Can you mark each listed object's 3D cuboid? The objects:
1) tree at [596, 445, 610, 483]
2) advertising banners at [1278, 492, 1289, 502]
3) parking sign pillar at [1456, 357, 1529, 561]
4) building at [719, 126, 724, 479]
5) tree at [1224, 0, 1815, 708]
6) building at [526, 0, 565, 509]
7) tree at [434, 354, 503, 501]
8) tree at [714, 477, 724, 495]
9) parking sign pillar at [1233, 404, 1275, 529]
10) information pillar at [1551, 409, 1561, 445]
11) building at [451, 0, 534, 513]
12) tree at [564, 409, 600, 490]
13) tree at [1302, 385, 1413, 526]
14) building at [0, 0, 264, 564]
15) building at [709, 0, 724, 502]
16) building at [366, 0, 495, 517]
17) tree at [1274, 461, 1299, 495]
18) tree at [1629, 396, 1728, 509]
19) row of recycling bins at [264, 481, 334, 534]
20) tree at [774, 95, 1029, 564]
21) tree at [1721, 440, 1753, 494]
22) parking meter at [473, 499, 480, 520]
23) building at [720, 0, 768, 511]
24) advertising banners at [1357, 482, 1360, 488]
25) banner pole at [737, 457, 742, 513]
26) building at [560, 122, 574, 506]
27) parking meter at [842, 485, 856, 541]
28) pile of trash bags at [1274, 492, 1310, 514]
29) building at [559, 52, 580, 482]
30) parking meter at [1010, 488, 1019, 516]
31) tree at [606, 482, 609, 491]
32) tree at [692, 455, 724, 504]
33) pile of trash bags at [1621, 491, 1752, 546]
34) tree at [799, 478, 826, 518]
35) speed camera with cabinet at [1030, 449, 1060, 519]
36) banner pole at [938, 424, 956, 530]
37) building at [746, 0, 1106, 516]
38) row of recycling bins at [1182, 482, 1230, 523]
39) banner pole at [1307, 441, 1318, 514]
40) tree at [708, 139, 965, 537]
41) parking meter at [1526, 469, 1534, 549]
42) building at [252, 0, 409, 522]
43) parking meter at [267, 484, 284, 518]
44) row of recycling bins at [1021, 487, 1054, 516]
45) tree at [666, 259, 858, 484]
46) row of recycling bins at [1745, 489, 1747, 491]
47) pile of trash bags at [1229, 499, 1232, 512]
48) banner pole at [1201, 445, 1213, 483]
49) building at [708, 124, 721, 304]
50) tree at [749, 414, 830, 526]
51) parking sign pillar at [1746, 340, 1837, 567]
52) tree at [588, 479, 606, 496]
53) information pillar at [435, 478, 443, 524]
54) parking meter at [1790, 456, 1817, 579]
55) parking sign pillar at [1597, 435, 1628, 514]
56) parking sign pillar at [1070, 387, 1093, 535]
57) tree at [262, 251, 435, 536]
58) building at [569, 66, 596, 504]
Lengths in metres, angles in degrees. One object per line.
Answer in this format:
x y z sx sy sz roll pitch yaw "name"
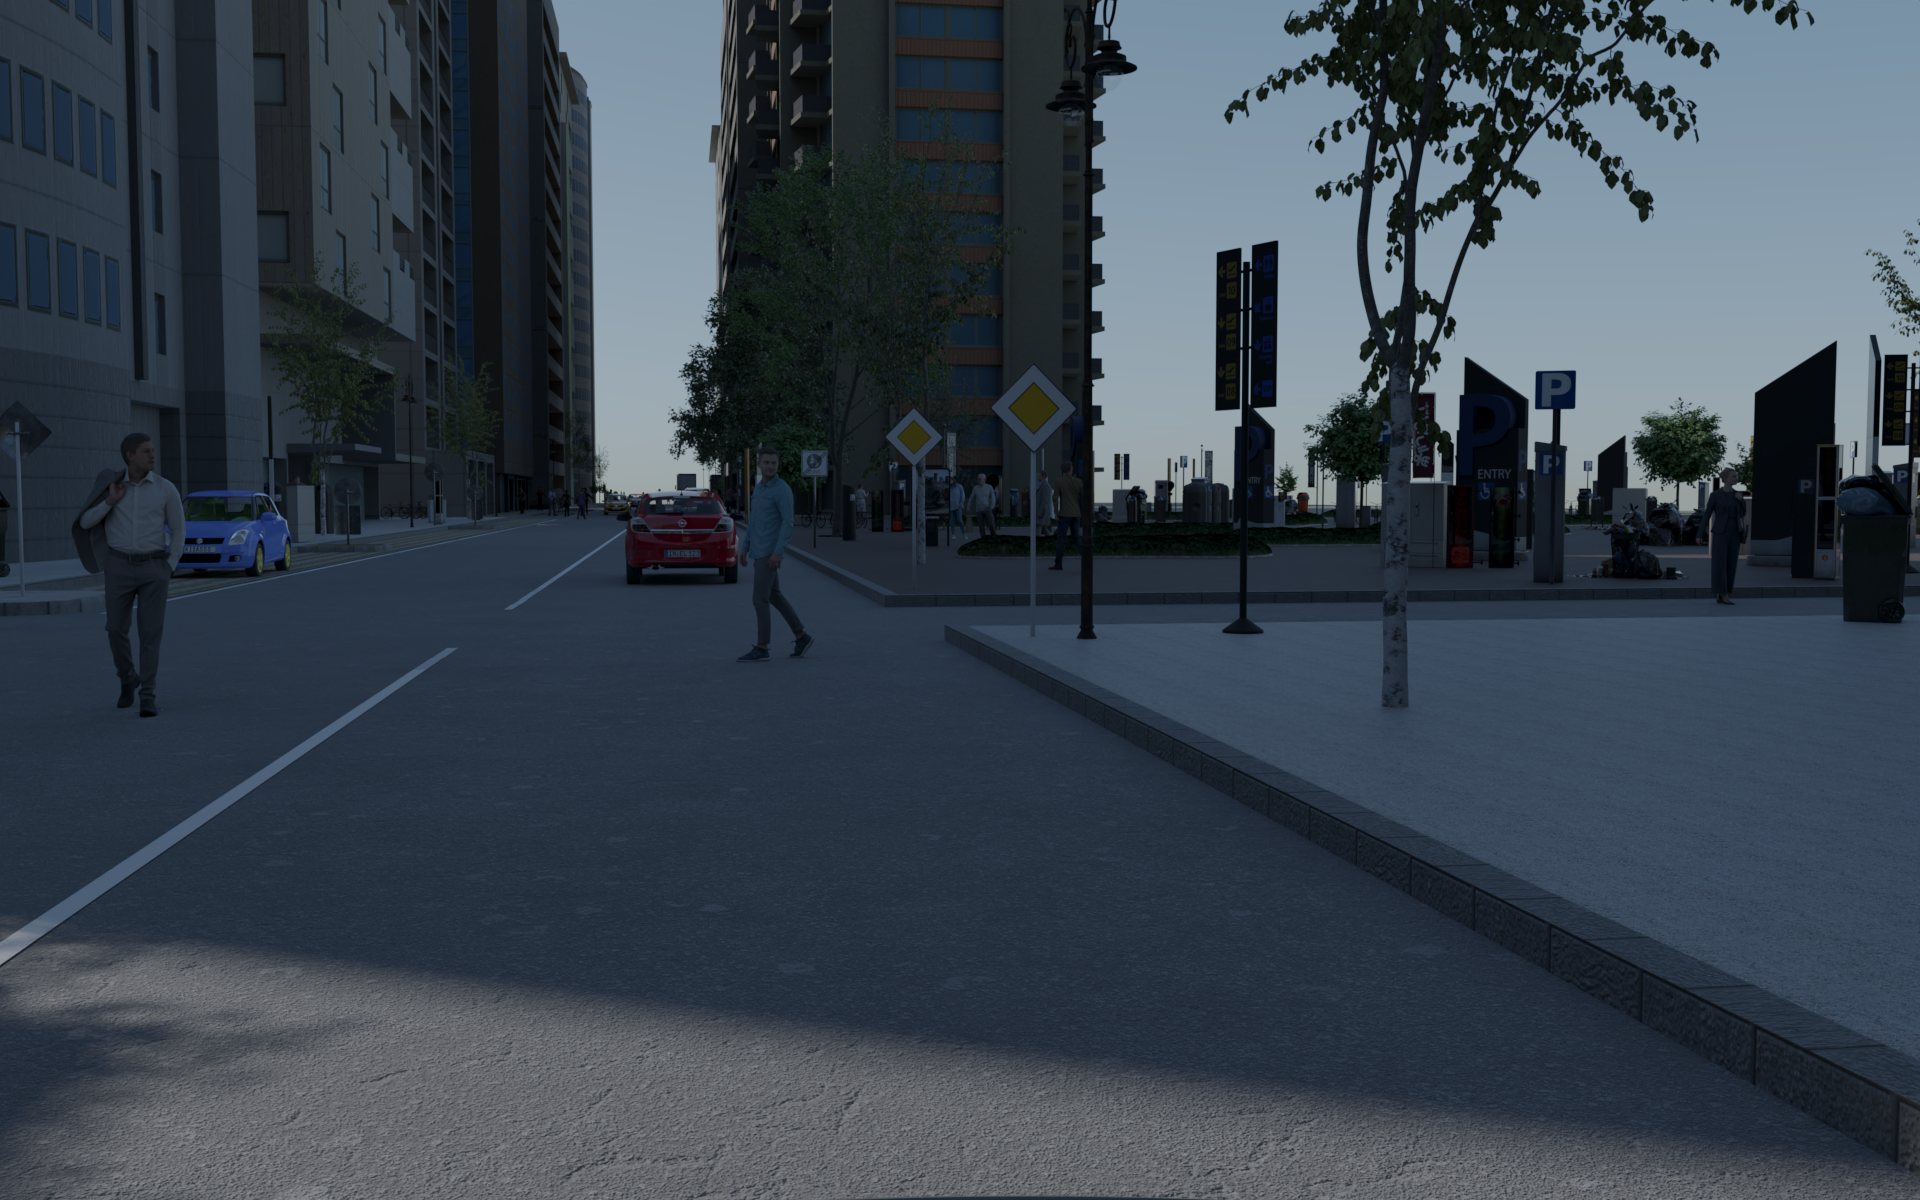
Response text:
-52.719 -18.458 252.149 4.360 8.622 3.978 0 3 0 "tree"
16.410 -5.862 92.038 2.074 3.025 0.090 0 4 3 "advertising banners"
10.308 -2.759 33.583 1.447 3.967 1.447 3 5 44 "parking sign pillar"
-20.716 -33.713 201.315 14.600 45.320 14.200 -1 4 -9 "building"
2.869 -3.663 10.253 4.737 8.622 4.395 0 3 0 "tree"
-46.581 -32.326 152.239 21.300 48.544 21.600 -1 4 -9 "building"
-25.756 -8.561 90.336 4.737 8.622 4.395 0 3 0 "tree"
-26.254 -11.955 190.072 1.663 3.219 1.824 0 3 0 "tree"
8.348 -3.712 49.169 1.447 3.967 1.447 -2 4 -31 "parking sign pillar"
13.284 -2.883 38.487 0.183 3.616 0.504 1 4 19 "information pillar"
-41.205 -29.657 135.003 14.600 45.320 14.200 -1 4 -9 "building"
-39.130 -14.463 170.883 7.601 10.594 8.767 -1 4 -14 "tree"
11.828 -4.098 50.718 4.285 4.588 4.351 0 3 0 "tree"
-27.990 -29.985 32.258 21.231 58.520 28.212 -1 4 -9 "building"
-21.304 -47.693 218.030 20.563 71.187 20.611 -1 4 -9 "building"
-39.031 -40.619 102.376 20.563 71.187 20.611 -1 4 -9 "building"
19.022 -6.535 101.454 1.663 3.219 1.824 0 3 0 "tree"
24.287 -4.571 58.449 4.285 4.588 4.351 0 3 0 "tree"
-21.984 -3.001 56.185 3.534 1.692 1.069 1 4 9 "row of recycling bins"
-0.943 -4.971 31.634 4.360 8.622 3.978 0 3 0 "tree"
24.963 -3.644 54.182 1.663 3.219 1.824 0 3 0 "tree"
-23.753 -4.687 85.048 0.372 1.533 0.369 0 3 0 "parking meter"
-11.219 -32.905 161.693 21.300 48.544 21.600 -1 4 -9 "building"
18.714 -5.261 82.197 0.090 3.025 2.074 2 4 29 "advertising banners"
-11.988 -6.362 94.036 0.401 3.779 0.863 1 4 17 "banner pole"
-48.886 -30.608 184.042 14.154 41.232 14.086 -1 4 -9 "building"
-3.051 -2.401 47.672 0.372 1.533 0.369 0 3 0 "parking meter"
15.018 -4.331 80.561 1.912 1.369 3.447 -2 4 -30 "pile of trash bags"
-59.665 -37.557 203.303 28.713 52.752 27.495 -1 4 -9 "building"
2.313 -3.988 73.617 0.372 1.533 0.369 0 3 0 "parking meter"
-49.817 -15.170 242.624 1.663 3.219 1.824 0 3 0 "tree"
-24.623 -15.175 182.531 8.767 10.594 7.601 3 4 39 "tree"
18.398 -2.069 43.583 3.447 1.369 1.912 -1 4 -13 "pile of trash bags"
-8.241 -6.037 93.309 1.663 3.219 1.824 0 3 0 "tree"
3.762 -4.997 76.042 0.660 3.252 2.038 2 4 30 "speed camera with cabinet"
-0.415 -4.386 61.728 0.401 3.779 0.863 3 5 42 "banner pole"
-2.813 -28.193 115.582 22.147 44.769 28.867 -1 4 -9 "building"
8.769 -3.354 61.953 1.069 1.692 3.534 2 4 26 "row of recycling bins"
16.727 -5.619 81.881 0.401 3.779 0.863 -2 4 -33 "banner pole"
-3.636 -7.688 51.447 9.928 11.665 9.643 0 3 0 "tree"
13.254 -2.128 40.504 0.255 1.863 0.399 1 4 13 "parking meter"
-37.907 -29.417 70.214 28.713 52.752 27.495 -1 4 -9 "building"
-17.341 -2.171 43.899 0.372 1.533 0.369 0 3 0 "parking meter"
4.437 -5.553 97.901 1.069 1.692 3.534 -1 4 -19 "row of recycling bins"
-9.723 -10.266 84.853 9.611 12.733 9.660 0 3 0 "tree"
39.539 -4.706 84.063 3.534 1.692 1.069 -2 4 -26 "row of recycling bins"
15.239 -5.529 100.143 1.912 1.369 3.447 0 4 8 "pile of trash bags"
12.423 -5.966 87.568 0.863 3.779 0.401 -1 4 -19 "banner pole"
-20.406 -40.011 243.411 28.713 52.752 27.495 -1 4 -9 "building"
-6.912 -5.330 70.853 4.285 4.588 4.351 0 3 0 "tree"
14.878 -2.596 30.909 1.447 3.967 1.447 2 4 30 "parking sign pillar"
-45.596 -13.523 215.703 1.663 3.219 1.824 0 3 0 "tree"
-22.056 -4.203 73.203 0.304 2.012 0.304 0 3 0 "information pillar"
12.868 -1.265 26.399 0.399 1.863 0.255 2 4 27 "parking meter"
30.091 -5.590 79.863 1.447 3.967 1.447 -3 5 -41 "parking sign pillar"
3.035 -3.343 43.134 1.447 3.967 1.447 0 4 -2 "parking sign pillar"
-19.545 -6.310 53.538 4.737 8.622 4.395 0 3 0 "tree"
-60.424 -42.195 231.894 21.231 58.520 28.212 -1 4 -9 "building"
